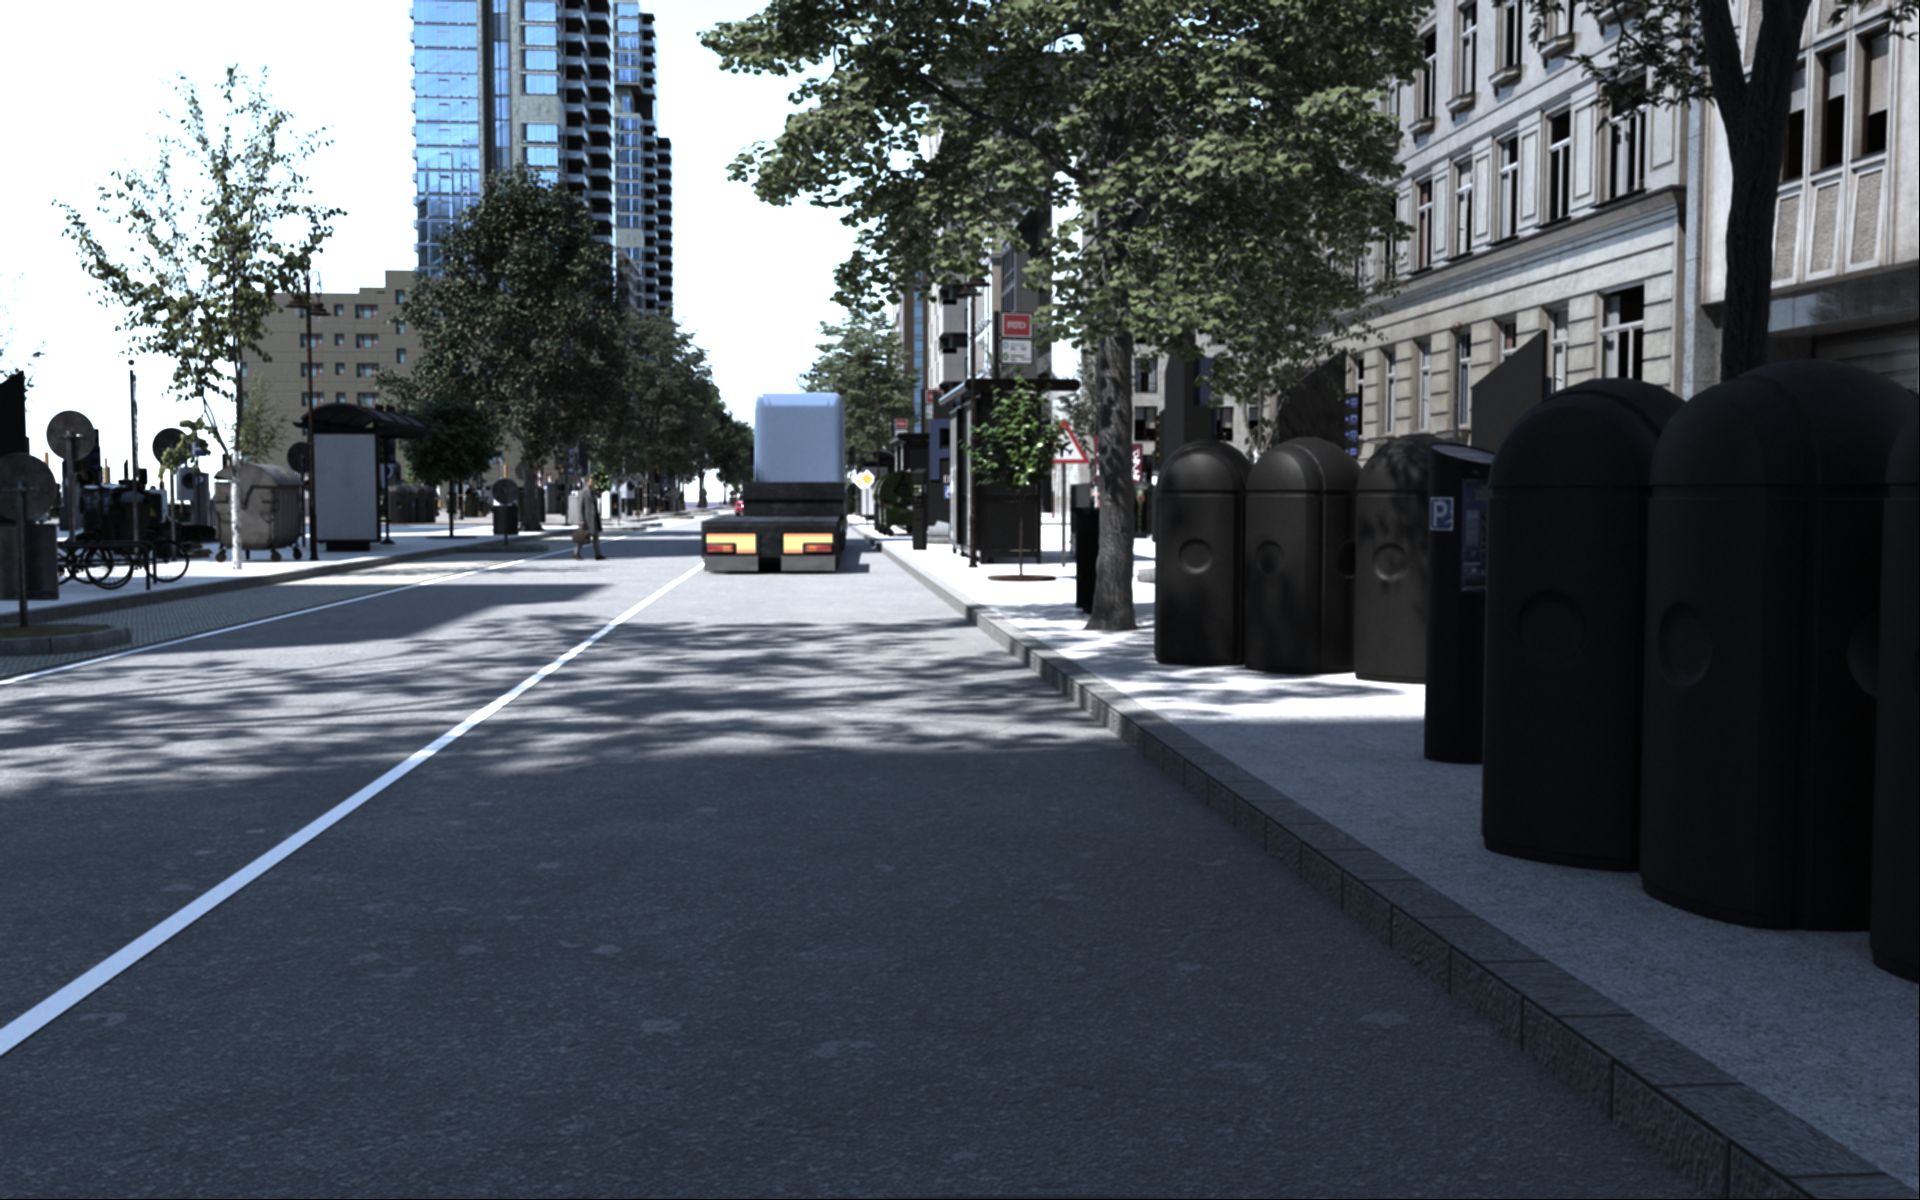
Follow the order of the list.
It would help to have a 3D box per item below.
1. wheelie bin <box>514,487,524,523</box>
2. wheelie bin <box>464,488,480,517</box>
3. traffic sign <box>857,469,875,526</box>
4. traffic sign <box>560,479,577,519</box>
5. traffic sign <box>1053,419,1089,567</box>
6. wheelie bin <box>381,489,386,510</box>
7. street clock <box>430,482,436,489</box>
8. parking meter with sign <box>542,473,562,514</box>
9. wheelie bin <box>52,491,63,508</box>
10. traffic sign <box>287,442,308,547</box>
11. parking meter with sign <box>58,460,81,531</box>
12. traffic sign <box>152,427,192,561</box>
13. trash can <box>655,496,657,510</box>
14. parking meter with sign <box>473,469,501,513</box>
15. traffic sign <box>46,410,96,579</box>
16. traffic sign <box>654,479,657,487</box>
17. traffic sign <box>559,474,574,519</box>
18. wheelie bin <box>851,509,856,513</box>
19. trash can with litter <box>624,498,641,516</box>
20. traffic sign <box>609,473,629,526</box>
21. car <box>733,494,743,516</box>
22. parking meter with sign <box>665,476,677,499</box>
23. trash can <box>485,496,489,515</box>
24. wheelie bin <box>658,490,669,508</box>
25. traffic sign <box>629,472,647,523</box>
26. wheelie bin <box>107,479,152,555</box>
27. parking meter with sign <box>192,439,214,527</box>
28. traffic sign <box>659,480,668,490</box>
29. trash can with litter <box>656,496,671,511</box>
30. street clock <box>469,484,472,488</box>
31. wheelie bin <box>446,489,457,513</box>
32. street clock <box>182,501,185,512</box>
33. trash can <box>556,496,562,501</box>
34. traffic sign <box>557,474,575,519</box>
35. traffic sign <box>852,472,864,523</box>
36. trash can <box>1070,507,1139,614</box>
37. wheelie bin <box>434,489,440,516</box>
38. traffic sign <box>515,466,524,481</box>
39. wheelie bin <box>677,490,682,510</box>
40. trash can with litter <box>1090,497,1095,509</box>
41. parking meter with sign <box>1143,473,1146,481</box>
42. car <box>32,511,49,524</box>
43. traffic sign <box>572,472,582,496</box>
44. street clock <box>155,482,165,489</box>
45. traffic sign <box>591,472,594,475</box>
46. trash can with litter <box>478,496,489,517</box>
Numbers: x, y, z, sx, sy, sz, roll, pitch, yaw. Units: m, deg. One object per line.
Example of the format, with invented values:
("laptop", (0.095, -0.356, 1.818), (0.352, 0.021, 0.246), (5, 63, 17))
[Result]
("wheelie bin", (-19.657, -4.298, 78.179), (0.980, 1.594, 0.693), (-2, 4, -27))
("wheelie bin", (-26.815, -5.339, 95.203), (0.693, 1.594, 0.980), (2, 4, 29))
("traffic sign", (-3.727, -4.030, 69.538), (0.795, 2.450, 0.064), (0, 4, -5))
("traffic sign", (-20.464, -5.536, 90.525), (0.884, 2.594, 0.081), (0, 4, 3))
("traffic sign", (1.811, -1.847, 30.205), (0.884, 2.594, 0.081), (0, 4, 2))
("wheelie bin", (-33.912, -5.713, 101.323), (0.980, 1.594, 0.693), (-3, 4, -37))
("street clock", (-32.633, -6.270, 107.084), (0.471, 2.002, 0.358), (0, 4, -2))
("parking meter with sign", (-26.385, -7.047, 111.480), (0.543, 3.016, 1.738), (2, 4, 34))
("wheelie bin", (-62.635, -6.869, 120.216), (0.693, 1.594, 0.980), (-1, 4, -13))
("traffic sign", (-16.036, -2.578, 42.253), (0.768, 2.556, 0.104), (0, 4, 3))
("parking meter with sign", (-31.543, -3.983, 61.384), (0.543, 3.016, 1.738), (-1, 4, -15))
("traffic sign", (-15.036, -2.015, 33.055), (0.768, 2.556, 0.104), (0, 4, 0))
("trash can", (-20.545, -6.344, 115.373), (0.748, 1.137, 0.748), (0, 3, 0))
("parking meter with sign", (-32.703, -7.591, 120.380), (1.738, 3.016, 0.543), (-1, 4, -8))
("traffic sign", (-13.460, -1.597, 26.222), (0.768, 2.556, 0.104), (0, 4, 3))
("traffic sign", (-24.829, -8.527, 139.522), (0.768, 2.556, 0.104), (0, 4, -1))
("traffic sign", (-19.851, -5.340, 87.407), (0.768, 2.556, 0.104), (0, 4, 1))
("wheelie bin", (-7.243, -6.577, 115.439), (0.980, 1.594, 0.693), (-1, 4, -18))
("trash can with litter", (-19.185, -5.514, 101.549), (1.055, 1.170, 0.624), (0, 4, -7))
("traffic sign", (-13.535, -3.979, 68.693), (0.795, 2.450, 0.064), (0, 4, -5))
("car", (-13.842, -6.418, 113.973), (2.155, 1.783, 4.494), (0, 4, -5))
("parking meter with sign", (-25.284, -9.434, 150.501), (1.738, 3.016, 0.543), (-2, 4, -33))
("trash can", (-29.157, -5.761, 105.852), (0.748, 1.137, 0.748), (0, 3, 0))
("wheelie bin", (-24.778, -8.373, 144.808), (0.980, 1.594, 0.693), (-1, 4, -11))
("traffic sign", (-14.240, -4.465, 76.647), (0.795, 2.450, 0.064), (0, 4, -5))
("wheelie bin", (-17.699, -1.774, 36.918), (0.980, 1.594, 0.693), (2, 4, 30))
("parking meter with sign", (-24.512, -3.655, 56.027), (0.543, 3.016, 1.738), (-1, 4, -16))
("traffic sign", (-25.517, -9.114, 149.116), (0.768, 2.556, 0.104), (0, 4, -1))
("trash can with litter", (-21.971, -7.177, 128.737), (1.055, 1.170, 0.624), (2, 4, 28))
("street clock", (-35.173, -7.305, 124.010), (0.358, 2.002, 0.471), (1, 4, 22))
("wheelie bin", (-33.804, -6.569, 115.304), (0.693, 1.594, 0.980), (0, 4, 1))
("street clock", (-43.282, -5.616, 96.392), (0.358, 2.002, 0.471), (-1, 4, -16))
("trash can", (-28.656, -6.827, 123.276), (0.748, 1.137, 0.748), (0, 3, 0))
("traffic sign", (-18.133, -4.873, 79.684), (0.884, 2.594, 0.081), (0, 4, 3))
("traffic sign", (-4.432, -4.517, 77.492), (0.795, 2.450, 0.064), (0, 4, -5))
("trash can", (1.554, -0.430, 18.683), (0.748, 1.137, 0.748), (0, 3, 0))
("wheelie bin", (-30.557, -5.634, 100.031), (0.693, 1.594, 0.980), (3, 5, 40))
("traffic sign", (-17.017, -4.136, 67.728), (0.768, 2.556, 0.104), (0, 4, 2))
("wheelie bin", (-21.903, -7.789, 135.264), (0.693, 1.594, 0.980), (0, 4, 3))
("trash can with litter", (6.188, -4.097, 78.366), (1.055, 1.170, 0.624), (2, 4, 29))
("parking meter with sign", (6.336, -4.055, 62.558), (1.738, 3.016, 0.543), (3, 5, 43))
("car", (-39.874, -3.760, 70.143), (5.304, 1.827, 2.281), (0, 4, -6))
("traffic sign", (-20.420, -5.541, 91.787), (0.795, 2.450, 0.064), (0, 4, -3))
("street clock", (-46.335, -5.875, 100.623), (0.358, 2.002, 0.471), (-1, 4, -10))
("traffic sign", (-21.007, -6.052, 98.950), (0.884, 2.594, 0.081), (0, 4, 4))
("trash can with litter", (-26.884, -5.266, 97.489), (0.624, 1.170, 1.055), (0, 4, -7))
